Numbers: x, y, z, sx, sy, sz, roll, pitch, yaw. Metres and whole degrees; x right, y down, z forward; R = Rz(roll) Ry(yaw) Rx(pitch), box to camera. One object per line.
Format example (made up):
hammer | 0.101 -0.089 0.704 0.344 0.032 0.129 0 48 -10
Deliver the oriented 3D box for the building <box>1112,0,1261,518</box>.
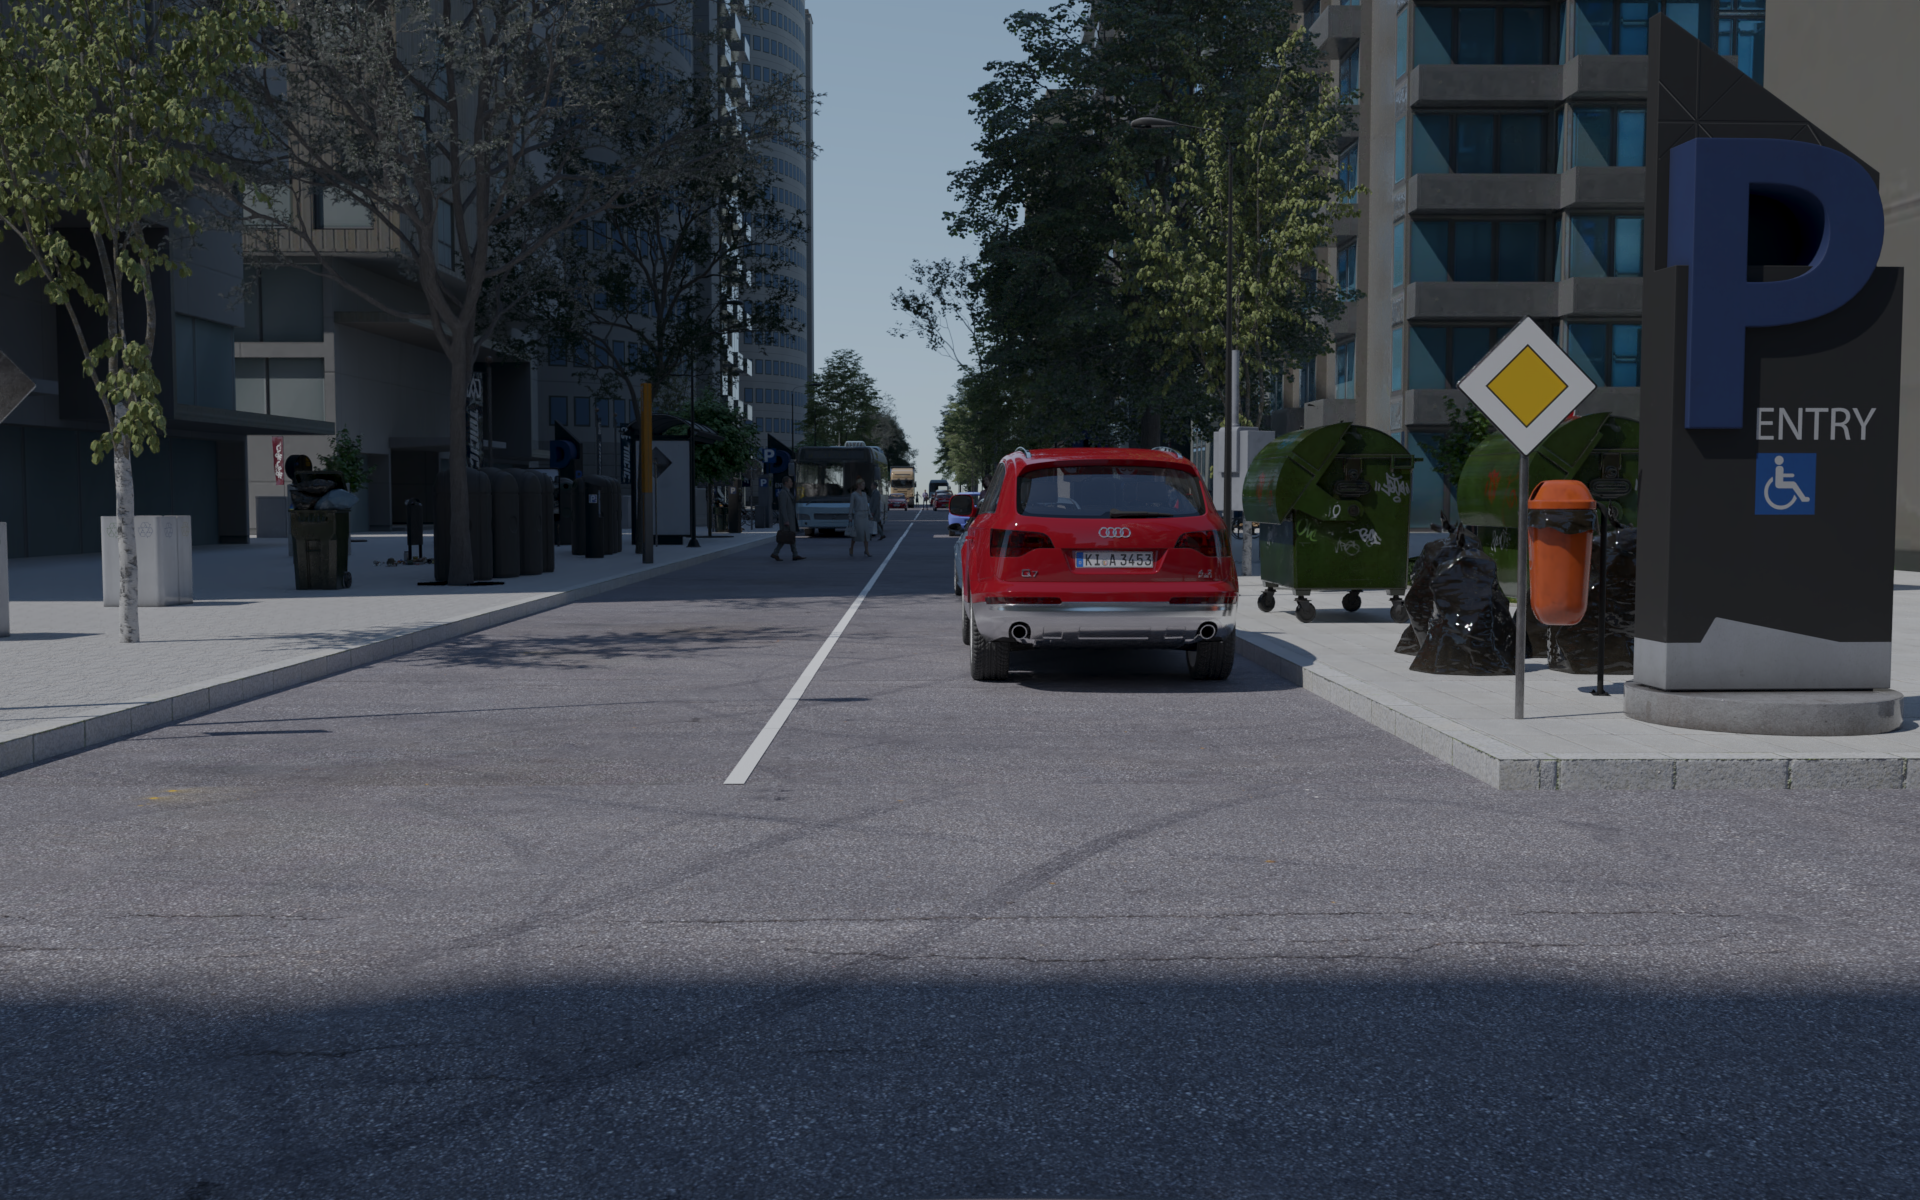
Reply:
building | 22.124 -48.432 104.532 22.319 86.520 31.000 0 4 -1

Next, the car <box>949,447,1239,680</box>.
car | 1.053 -0.379 14.878 2.281 1.827 5.304 0 4 -1

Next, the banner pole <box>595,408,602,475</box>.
banner pole | -10.431 -3.674 50.081 0.401 3.779 0.863 -1 4 -22

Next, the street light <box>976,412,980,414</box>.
street light | 1.623 -7.688 98.237 1.470 5.913 1.316 0 4 -1

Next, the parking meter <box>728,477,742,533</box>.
parking meter | -7.379 -3.128 56.860 0.399 1.863 0.255 1 4 20

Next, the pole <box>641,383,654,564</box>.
pole | -5.774 -2.330 31.939 0.158 3.312 0.155 0 3 0

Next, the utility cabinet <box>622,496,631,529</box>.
utility cabinet | -12.179 -3.260 64.469 0.306 1.237 1.020 2 4 24

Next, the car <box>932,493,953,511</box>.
car | -1.316 -8.362 145.751 2.155 1.783 4.494 0 4 -2

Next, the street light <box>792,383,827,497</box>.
street light | -6.482 -6.131 72.779 1.470 5.913 1.316 0 4 -1

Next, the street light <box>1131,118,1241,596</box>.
street light | 2.807 -2.998 21.560 1.470 5.913 1.316 0 4 -1

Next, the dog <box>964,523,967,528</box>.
dog | 0.160 -1.321 38.434 0.513 0.831 0.800 1 4 9

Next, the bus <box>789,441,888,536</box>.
bus | -4.083 -4.088 61.692 2.948 3.499 13.247 0 4 0

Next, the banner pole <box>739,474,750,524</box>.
banner pole | -9.385 -5.197 74.995 0.863 3.779 0.401 2 4 24

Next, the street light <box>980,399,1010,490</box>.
street light | 1.836 -6.815 83.960 1.470 5.913 1.316 0 4 -1

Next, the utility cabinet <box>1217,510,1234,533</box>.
utility cabinet | 8.637 -2.776 56.549 0.306 1.237 1.020 2 4 30

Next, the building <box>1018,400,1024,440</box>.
building | 21.847 -23.569 230.396 27.650 21.520 28.899 0 4 -1

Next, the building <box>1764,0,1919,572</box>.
building | 26.200 -24.764 28.598 21.600 48.544 21.300 0 4 -1

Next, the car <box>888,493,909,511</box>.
car | -5.423 -8.549 148.809 2.155 1.783 4.494 0 4 -2

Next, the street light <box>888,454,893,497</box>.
street light | -8.454 -13.991 201.293 1.470 5.913 1.316 0 4 -1

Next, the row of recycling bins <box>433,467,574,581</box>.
row of recycling bins | -7.202 -1.222 27.095 1.069 1.692 3.534 0 4 6

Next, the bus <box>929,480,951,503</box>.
bus | -2.705 -14.212 227.218 2.948 3.499 13.247 0 4 0

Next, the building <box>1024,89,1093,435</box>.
building | 18.792 -35.512 204.316 21.300 48.544 21.600 0 4 -1

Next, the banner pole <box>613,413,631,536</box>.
banner pole | -10.434 -3.886 53.558 0.863 3.779 0.401 -3 5 -39

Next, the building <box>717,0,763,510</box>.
building | -27.348 -31.041 127.133 23.786 49.044 30.456 0 4 -1

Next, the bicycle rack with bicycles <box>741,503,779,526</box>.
bicycle rack with bicycles | -8.306 -3.521 70.948 2.925 0.926 2.852 -2 4 -28

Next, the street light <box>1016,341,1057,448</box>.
street light | 2.383 -4.906 52.761 1.470 5.913 1.316 0 4 -1

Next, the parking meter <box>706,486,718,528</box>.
parking meter | -9.252 -3.601 64.586 0.399 1.863 0.255 -2 4 -28

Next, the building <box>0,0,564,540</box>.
building | -30.703 -29.073 64.576 28.713 52.752 27.495 0 4 -1

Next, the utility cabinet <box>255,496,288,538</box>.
utility cabinet | -20.143 -2.428 50.860 1.020 1.237 0.306 1 4 13

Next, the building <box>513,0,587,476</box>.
building | -25.917 -33.981 97.584 21.231 58.520 28.212 0 4 -1

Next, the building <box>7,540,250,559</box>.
building | -29.166 -26.907 29.168 28.713 52.752 27.495 0 4 -1

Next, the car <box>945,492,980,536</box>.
car | 0.450 -3.076 59.885 1.945 1.707 3.694 0 3 0

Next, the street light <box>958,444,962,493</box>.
street light | 0.589 -11.535 161.144 1.470 5.913 1.316 0 4 -1

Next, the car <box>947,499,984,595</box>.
car | 0.855 -0.676 23.059 2.014 1.417 4.499 0 4 -3

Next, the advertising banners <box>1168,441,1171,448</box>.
advertising banners | 5.642 -3.101 46.888 0.090 3.025 2.074 0 4 6

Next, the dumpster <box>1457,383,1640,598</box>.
dumpster | 5.586 -0.819 15.878 1.502 2.255 1.985 0 4 -1

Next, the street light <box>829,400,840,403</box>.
street light | -6.648 -6.943 86.058 1.470 5.913 1.316 0 4 -1

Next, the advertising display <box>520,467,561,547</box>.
advertising display | -10.219 -2.258 42.127 0.974 1.923 0.123 -1 4 -16

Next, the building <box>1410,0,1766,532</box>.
building | 24.049 -27.510 69.390 23.786 49.044 30.456 0 4 -1

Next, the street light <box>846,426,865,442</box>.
street light | -7.191 -8.906 118.151 1.470 5.913 1.316 0 4 -1

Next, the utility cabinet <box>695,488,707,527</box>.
utility cabinet | -10.035 -3.605 67.616 0.318 1.500 1.173 3 5 40

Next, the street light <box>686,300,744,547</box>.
street light | -5.880 -4.223 41.581 1.470 5.913 1.316 0 4 -1

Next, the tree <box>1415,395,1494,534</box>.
tree | 8.667 -2.104 29.003 1.663 3.219 1.824 0 3 0

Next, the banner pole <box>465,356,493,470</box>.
banner pole | -8.654 -2.525 31.303 0.401 3.779 0.863 2 4 30

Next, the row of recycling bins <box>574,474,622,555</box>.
row of recycling bins | -7.930 -1.885 37.933 1.069 1.692 3.534 -1 4 -8

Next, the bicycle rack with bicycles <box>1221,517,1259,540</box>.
bicycle rack with bicycles | 8.479 -2.189 49.173 2.925 0.926 2.852 1 4 21

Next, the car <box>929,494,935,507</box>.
car | -2.585 -11.685 200.087 2.155 1.783 4.494 0 4 -3

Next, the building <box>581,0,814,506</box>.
building | -27.466 -39.603 189.506 21.231 58.520 28.212 0 4 -1

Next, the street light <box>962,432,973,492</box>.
street light | 1.120 -9.596 129.437 1.470 5.913 1.316 0 4 -1

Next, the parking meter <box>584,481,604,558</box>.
parking meter | -7.338 -1.610 34.734 0.372 1.533 0.369 0 3 0

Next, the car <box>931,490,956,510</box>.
car | -1.431 -8.991 155.671 2.281 1.827 5.304 0 4 -1

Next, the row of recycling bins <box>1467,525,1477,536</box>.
row of recycling bins | 11.145 -1.649 34.072 1.069 1.692 3.534 -1 4 -16

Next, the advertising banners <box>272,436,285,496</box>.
advertising banners | -19.921 -3.410 51.935 2.074 3.025 0.090 2 4 31

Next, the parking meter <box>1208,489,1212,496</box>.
parking meter | 10.959 -4.177 76.707 0.372 1.533 0.369 0 3 0

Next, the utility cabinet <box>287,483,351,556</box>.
utility cabinet | -13.143 -1.641 35.515 1.173 1.500 0.318 0 4 -2

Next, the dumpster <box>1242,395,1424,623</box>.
dumpster | 3.832 -0.944 17.932 1.502 2.255 1.985 0 4 -1

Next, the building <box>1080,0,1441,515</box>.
building | 21.176 -31.604 136.335 23.786 49.044 30.456 0 4 -1
